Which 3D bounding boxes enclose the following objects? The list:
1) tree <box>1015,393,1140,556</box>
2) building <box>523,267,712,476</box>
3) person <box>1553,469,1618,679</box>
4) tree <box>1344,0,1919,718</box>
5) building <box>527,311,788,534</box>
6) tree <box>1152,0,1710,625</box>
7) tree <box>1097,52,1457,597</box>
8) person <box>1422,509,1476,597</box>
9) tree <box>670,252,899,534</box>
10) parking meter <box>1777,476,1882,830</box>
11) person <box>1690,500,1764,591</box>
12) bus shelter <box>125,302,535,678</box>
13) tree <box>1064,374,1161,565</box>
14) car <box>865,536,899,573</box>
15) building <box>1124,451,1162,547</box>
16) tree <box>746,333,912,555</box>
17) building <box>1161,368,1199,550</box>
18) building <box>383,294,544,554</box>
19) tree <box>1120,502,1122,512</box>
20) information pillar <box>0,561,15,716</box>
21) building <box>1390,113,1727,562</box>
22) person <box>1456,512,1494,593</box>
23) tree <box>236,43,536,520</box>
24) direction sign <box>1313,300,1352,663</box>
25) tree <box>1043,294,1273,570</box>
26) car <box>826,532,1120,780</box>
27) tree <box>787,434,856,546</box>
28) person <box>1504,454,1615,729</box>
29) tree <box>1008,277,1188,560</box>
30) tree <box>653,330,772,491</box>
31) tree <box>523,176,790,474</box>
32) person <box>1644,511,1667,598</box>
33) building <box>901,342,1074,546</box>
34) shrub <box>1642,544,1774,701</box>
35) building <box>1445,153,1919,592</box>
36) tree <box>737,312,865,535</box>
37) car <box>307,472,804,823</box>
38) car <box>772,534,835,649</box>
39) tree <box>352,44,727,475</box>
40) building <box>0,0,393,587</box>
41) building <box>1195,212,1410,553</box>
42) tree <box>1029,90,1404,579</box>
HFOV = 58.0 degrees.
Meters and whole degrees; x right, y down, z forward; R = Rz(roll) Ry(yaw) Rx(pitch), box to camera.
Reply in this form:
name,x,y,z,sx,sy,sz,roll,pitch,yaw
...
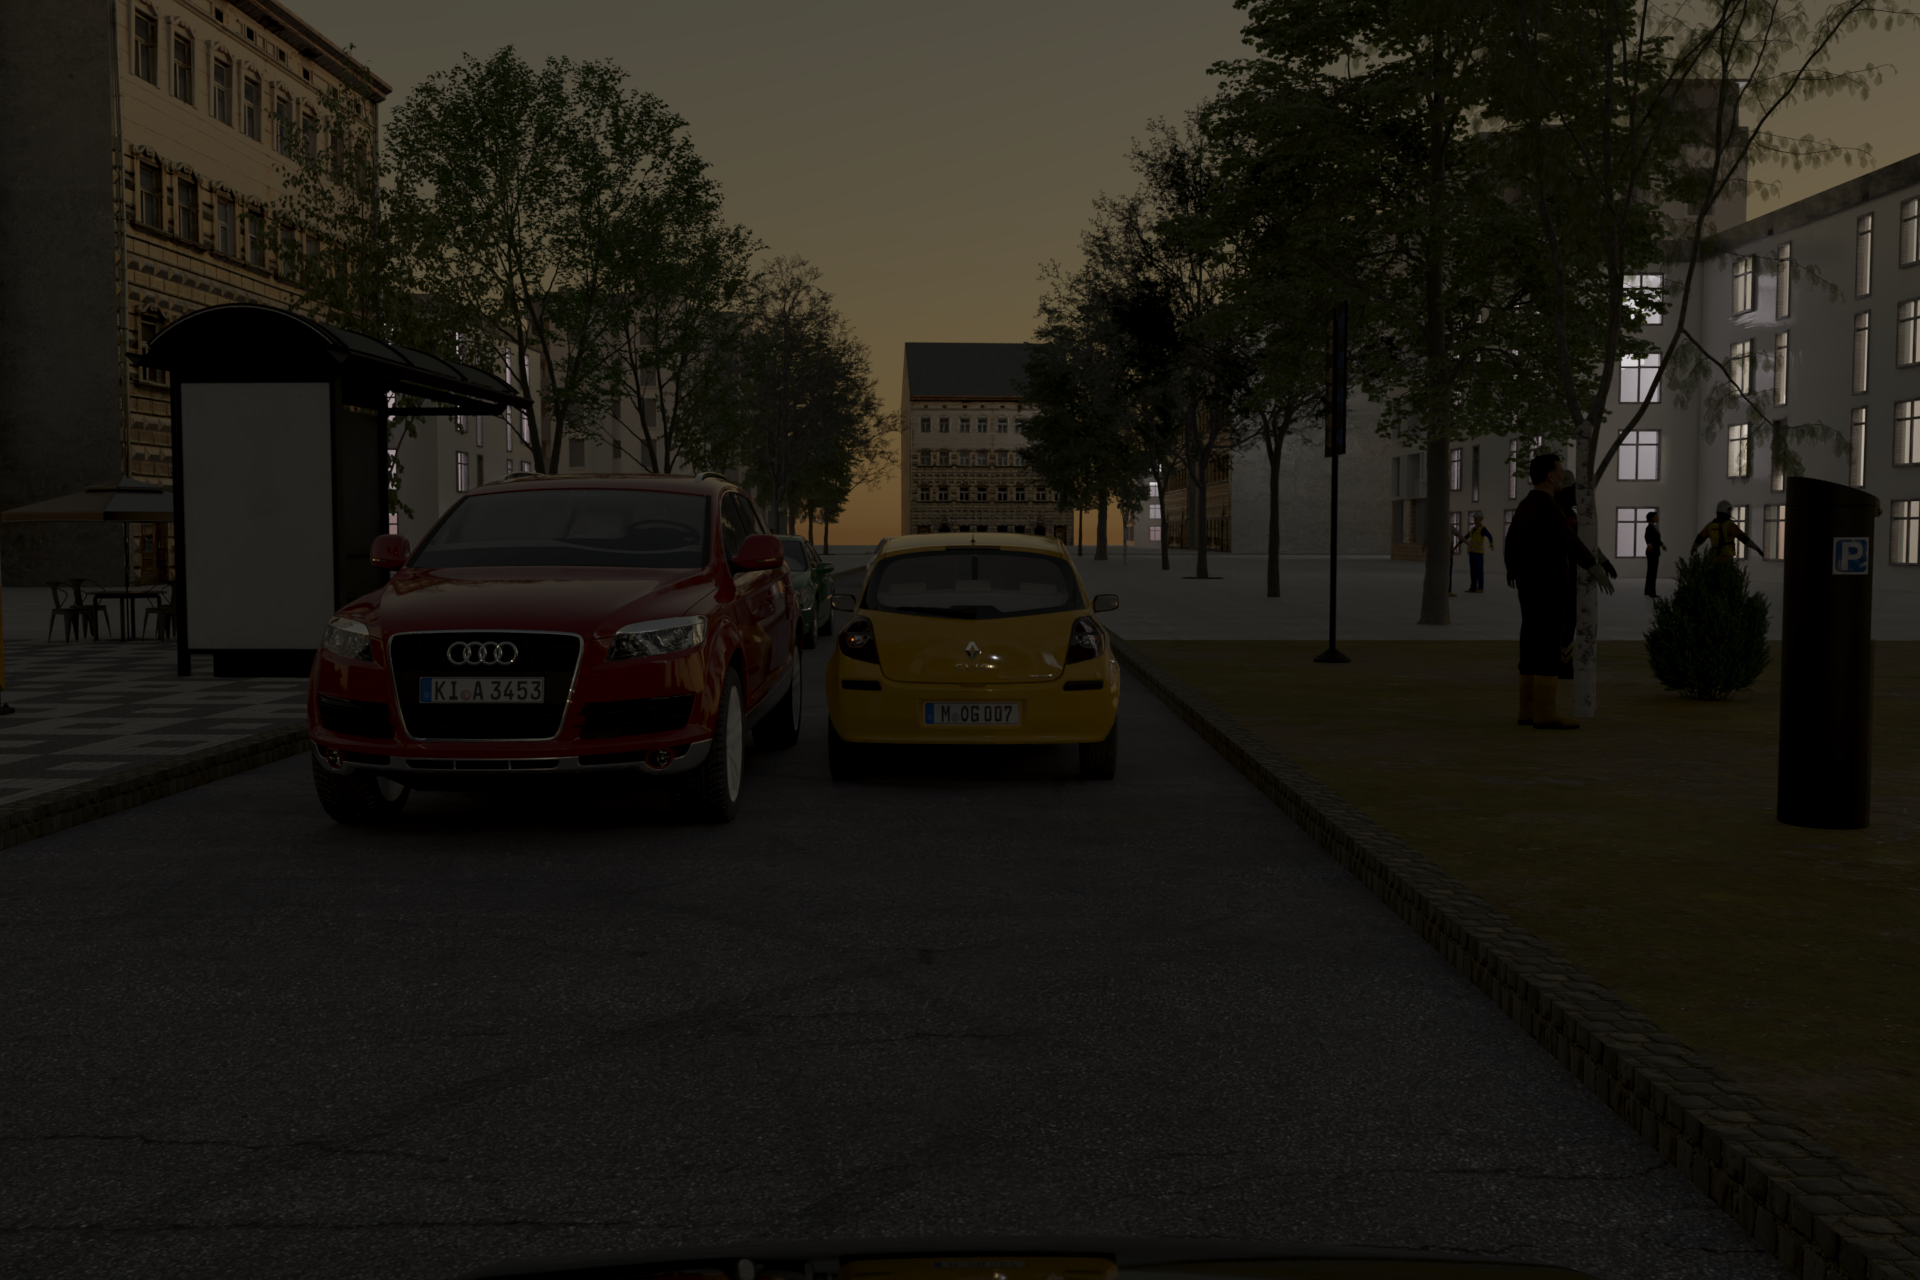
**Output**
name,x,y,z,sx,sy,sz,roll,pitch,yaw
tree,6.703,-10.062,98.921,8.767,10.594,7.601,2,4,32
building,-24.489,-16.264,122.337,16.016,20.090,11.380,0,4,1
person,5.378,-0.591,15.448,0.705,1.856,1.354,-1,4,-12
tree,4.435,-3.778,12.141,4.360,8.622,3.978,0,3,0
building,-25.634,-17.564,153.628,16.747,18.905,31.486,0,4,1
tree,6.653,-6.521,24.747,7.486,12.596,7.792,0,3,0
tree,6.112,-6.135,34.719,7.601,10.594,8.767,-3,5,-42
person,9.957,-1.813,35.493,0.705,1.847,1.347,-2,4,-34
tree,-7.919,-10.083,75.235,12.009,13.543,11.850,0,3,0
parking meter,3.833,0.047,7.649,0.372,1.533,0.369,0,3,0
person,12.954,-1.444,29.377,0.705,1.858,1.354,-2,4,-32
bus shelter,-6.181,-1.469,17.947,2.014,3.302,5.546,0,4,2
tree,7.021,-7.398,71.323,4.360,8.622,3.978,0,3,0
car,-1.566,-2.197,48.286,2.083,1.381,4.827,0,4,1
building,22.019,-14.192,174.188,9.099,9.664,28.070,0,4,1
tree,-8.046,-11.922,105.287,12.009,13.543,11.850,0,3,0
building,27.796,-19.486,149.527,19.493,23.208,18.063,0,3,0
building,-22.423,-8.108,74.707,9.099,9.664,28.070,0,4,1
tree,19.876,-14.771,191.874,4.360,8.622,3.978,0,3,0
information pillar,-6.856,-1.265,12.038,0.183,3.616,0.504,0,3,0
building,26.477,-13.940,84.343,16.016,20.090,11.380,0,4,0
person,11.209,-1.914,37.763,0.721,1.772,1.216,-2,4,-25
tree,-8.966,-4.697,27.163,4.737,8.622,4.395,0,3,0
direction sign,3.740,-1.547,17.292,0.379,3.537,0.876,0,4,1
tree,7.358,-7.807,62.051,8.767,10.594,7.601,0,4,-6
car,0.095,-0.080,11.530,2.015,1.641,3.980,0,4,1
tree,-16.480,-17.464,192.185,9.857,13.997,8.962,0,3,0
person,3.905,-0.329,11.514,0.704,1.812,1.346,-1,4,-8
tree,6.936,-10.898,84.831,9.857,13.997,8.962,0,3,0
tree,-8.868,-6.731,60.422,4.737,8.622,4.395,0,3,0
tree,-8.626,-7.590,49.857,9.928,11.665,9.643,0,3,0
person,14.034,-1.724,34.901,0.721,1.740,1.216,3,4,36
building,2.752,-22.287,197.773,18.063,23.208,19.493,0,4,-5
shrub,5.804,-0.143,13.451,1.383,1.207,1.383,0,3,0
building,21.903,-6.581,49.743,9.099,9.664,28.070,0,4,0
tree,-8.375,-10.457,89.092,7.486,12.596,7.792,0,3,0
car,-2.112,-0.098,10.275,2.281,1.827,5.304,0,4,0
car,-2.696,-0.692,23.115,2.131,1.459,4.920,0,4,0
tree,-8.666,-6.756,36.210,9.928,11.665,9.643,0,3,0
building,-29.081,-13.401,50.043,19.493,23.208,18.063,0,4,1
building,27.708,-18.061,126.231,19.493,23.208,18.063,0,4,1
tree,6.853,-8.485,49.095,12.009,13.543,11.850,0,3,0
